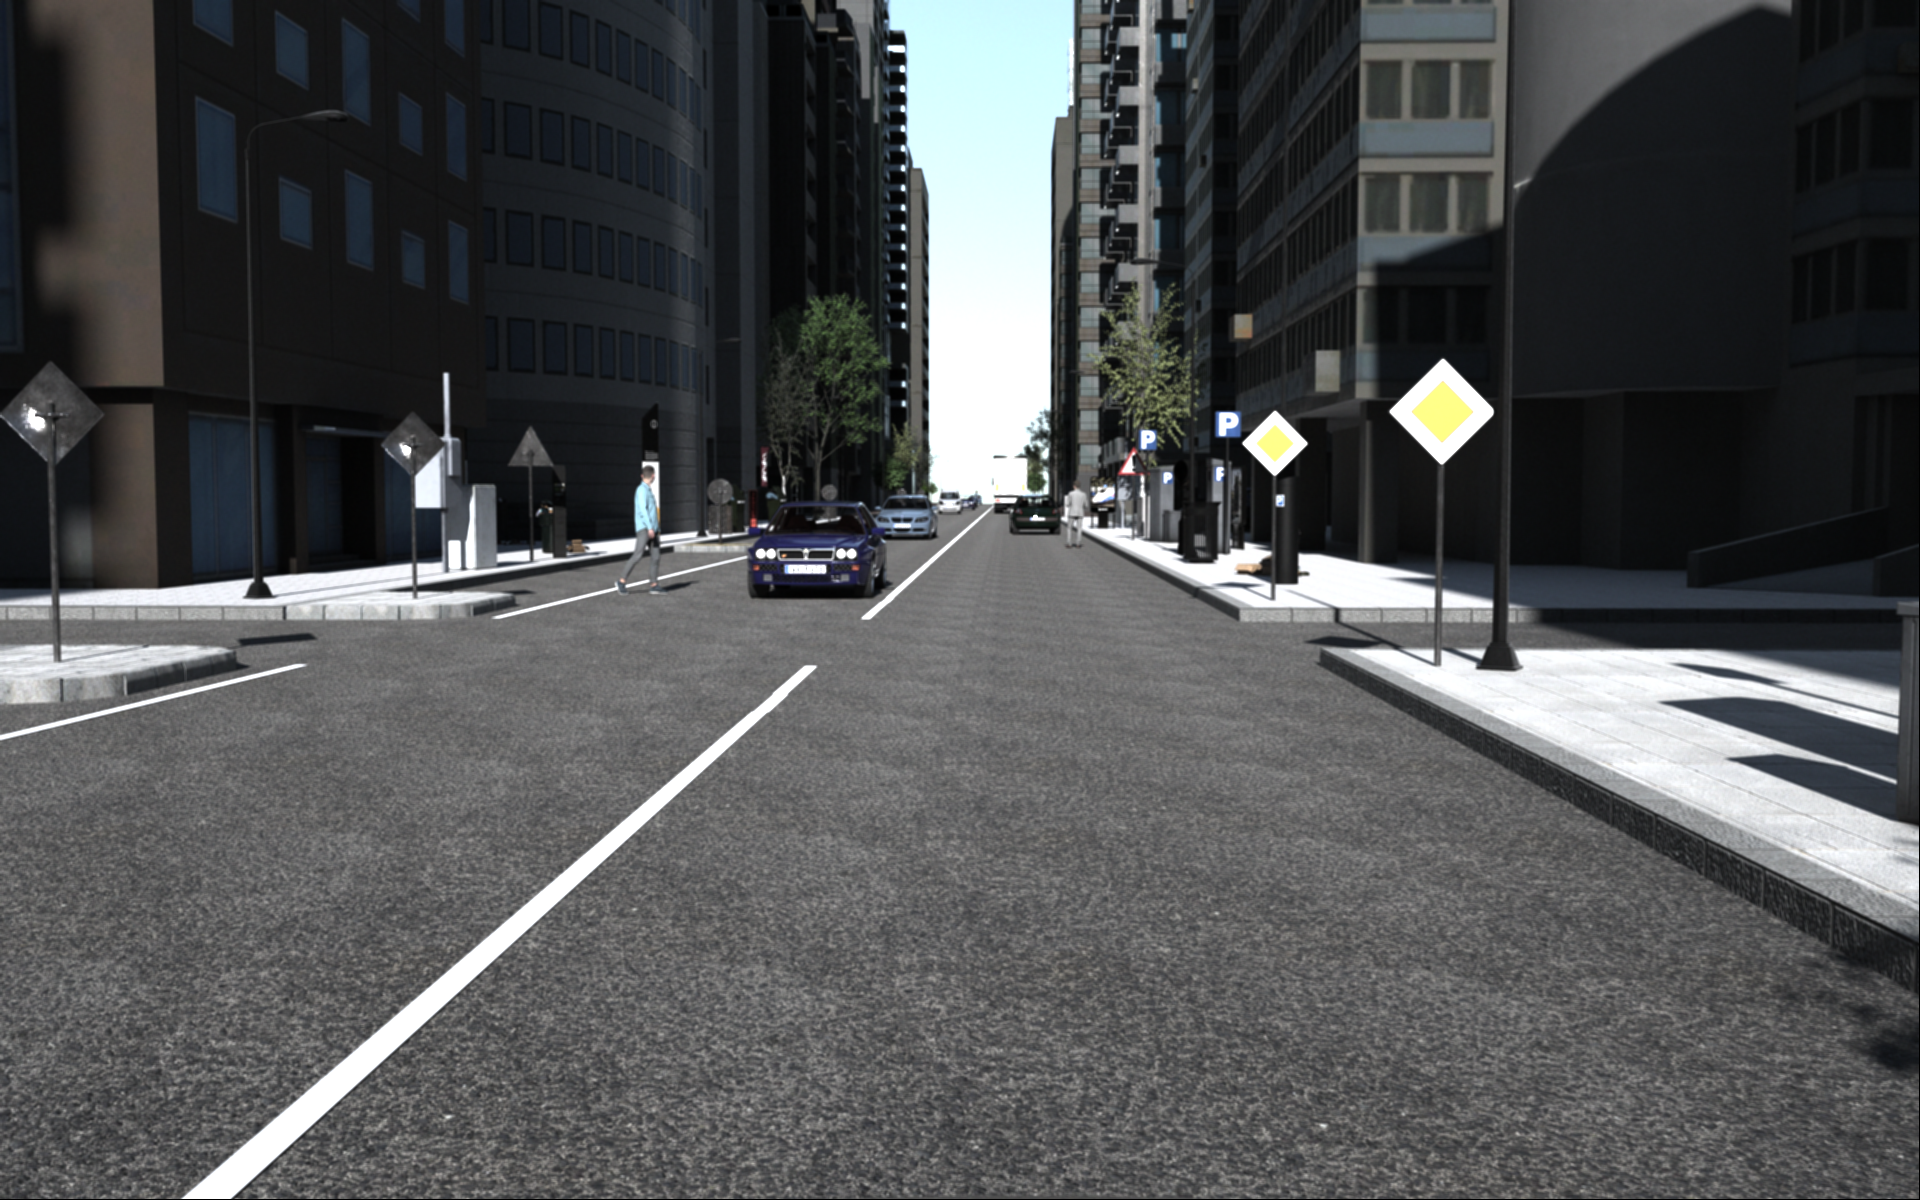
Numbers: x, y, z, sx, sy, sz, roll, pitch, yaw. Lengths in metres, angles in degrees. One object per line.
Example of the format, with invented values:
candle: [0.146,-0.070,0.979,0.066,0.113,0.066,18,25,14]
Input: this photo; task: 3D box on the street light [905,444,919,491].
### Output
street light: [-4.463,-11.438,159.556,1.470,5.913,1.316,0,4,2]

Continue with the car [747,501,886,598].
car: [-2.019,-0.764,25.064,1.945,1.354,3.894,0,4,1]

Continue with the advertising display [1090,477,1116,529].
advertising display: [5.321,-3.616,64.331,0.974,1.923,0.123,1,4,22]

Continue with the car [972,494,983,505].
car: [2.149,-13.875,238.865,2.014,1.417,4.499,0,4,1]

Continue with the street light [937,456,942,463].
street light: [-3.007,-14.607,211.365,1.470,5.913,1.316,0,4,2]

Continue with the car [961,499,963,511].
car: [-0.696,-8.346,146.245,2.009,1.686,4.222,0,4,3]

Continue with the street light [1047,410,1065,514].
street light: [5.694,-7.546,95.916,1.470,5.913,1.316,0,4,2]

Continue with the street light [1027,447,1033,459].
street light: [7.687,-12.176,171.622,1.470,5.913,1.316,0,4,2]

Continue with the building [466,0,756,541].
building: [-19.470,-31.541,57.700,21.231,58.520,28.212,0,4,2]

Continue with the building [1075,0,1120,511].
building: [15.946,-27.533,133.751,14.154,41.232,14.086,0,4,2]

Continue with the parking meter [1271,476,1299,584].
parking meter: [4.644,-0.997,24.715,0.372,1.533,0.369,0,3,0]

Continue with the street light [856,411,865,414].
street light: [-6.056,-7.644,97.521,1.470,5.913,1.316,0,4,2]

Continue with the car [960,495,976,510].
car: [0.516,-8.783,156.186,1.945,1.354,3.894,0,4,1]

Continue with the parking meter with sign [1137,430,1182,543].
parking meter with sign: [5.373,-3.058,46.255,0.543,3.016,1.738,-1,4,-21]

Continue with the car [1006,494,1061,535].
car: [2.692,-3.225,62.516,2.009,1.686,4.222,0,4,0]

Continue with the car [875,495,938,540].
car: [-1.689,-2.676,55.752,2.014,1.417,4.499,0,4,3]

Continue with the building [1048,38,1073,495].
building: [23.713,-56.589,237.894,22.319,86.520,31.000,0,4,2]

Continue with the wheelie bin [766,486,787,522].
wheelie bin: [-7.467,-3.814,70.263,0.693,1.594,0.980,1,4,20]

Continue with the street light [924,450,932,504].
street light: [-3.740,-12.731,180.686,1.470,5.913,1.316,0,4,2]

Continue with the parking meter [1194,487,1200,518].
parking meter: [8.778,-3.448,64.792,0.372,1.533,0.369,0,3,0]

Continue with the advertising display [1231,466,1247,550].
advertising display: [6.481,-2.148,40.327,0.123,1.923,0.974,0,4,-6]

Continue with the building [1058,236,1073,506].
building: [18.123,-25.907,195.272,14.160,30.474,14.107,0,4,2]

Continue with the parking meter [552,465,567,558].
parking meter: [-8.017,-1.770,34.644,0.255,1.863,0.399,-1,4,-15]

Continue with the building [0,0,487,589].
building: [-17.198,-23.166,28.879,14.600,45.320,14.200,0,4,2]

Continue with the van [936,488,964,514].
van: [-0.735,-7.180,124.406,2.013,2.044,4.112,0,3,0]

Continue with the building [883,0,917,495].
building: [-16.365,-55.308,216.962,22.319,86.520,31.000,0,4,2]

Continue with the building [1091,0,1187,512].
building: [20.822,-30.063,111.143,23.786,49.044,30.456,0,4,2]

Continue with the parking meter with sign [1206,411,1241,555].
parking meter with sign: [5.608,-2.516,37.394,0.543,3.016,1.738,0,4,-2]

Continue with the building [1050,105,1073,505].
building: [22.041,-36.009,212.441,21.300,48.544,21.600,0,4,2]

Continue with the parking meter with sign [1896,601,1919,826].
parking meter with sign: [4.522,-0.647,6.844,1.738,3.016,0.543,-1,4,-23]

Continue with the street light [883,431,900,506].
street light: [-5.144,-9.537,128.469,1.470,5.913,1.316,0,4,2]

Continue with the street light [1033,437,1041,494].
street light: [6.914,-10.274,140.525,1.470,5.913,1.316,0,4,2]

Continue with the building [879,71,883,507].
building: [-14.677,-29.204,161.076,14.154,41.232,14.086,0,4,2]

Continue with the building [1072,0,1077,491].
building: [20.573,-37.461,154.479,21.231,58.520,28.212,0,4,2]

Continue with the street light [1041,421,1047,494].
street light: [6.060,-8.371,109.405,1.470,5.913,1.316,0,4,2]

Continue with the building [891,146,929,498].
building: [-15.470,-37.966,244.452,21.300,48.544,21.600,0,4,2]

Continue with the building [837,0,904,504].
building: [-16.730,-46.081,191.673,20.563,71.187,20.611,0,4,2]

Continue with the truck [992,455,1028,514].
truck: [3.789,-8.677,130.778,2.839,4.237,11.283,0,4,2]

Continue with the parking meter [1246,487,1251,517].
parking meter: [10.674,-3.400,64.002,0.372,1.533,0.369,0,3,0]

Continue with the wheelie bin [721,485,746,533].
wheelie bin: [-7.507,-3.005,57.039,0.693,1.594,0.980,1,4,21]

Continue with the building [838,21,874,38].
building: [-14.678,-28.292,146.167,14.154,41.232,14.086,0,4,2]

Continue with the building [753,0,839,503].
building: [-14.979,-20.288,103.415,14.160,30.474,14.107,0,4,2]

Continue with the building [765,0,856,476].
building: [-19.220,-28.742,124.549,22.147,44.769,28.867,0,4,2]

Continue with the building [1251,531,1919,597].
building: [18.831,-21.062,36.240,23.993,40.220,32.217,0,4,2]

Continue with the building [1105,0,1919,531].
building: [22.931,-23.529,76.583,32.217,40.220,23.993,0,4,2]

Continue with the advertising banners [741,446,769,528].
advertising banners: [-7.570,-4.094,63.116,0.090,3.025,2.074,2,4,31]
